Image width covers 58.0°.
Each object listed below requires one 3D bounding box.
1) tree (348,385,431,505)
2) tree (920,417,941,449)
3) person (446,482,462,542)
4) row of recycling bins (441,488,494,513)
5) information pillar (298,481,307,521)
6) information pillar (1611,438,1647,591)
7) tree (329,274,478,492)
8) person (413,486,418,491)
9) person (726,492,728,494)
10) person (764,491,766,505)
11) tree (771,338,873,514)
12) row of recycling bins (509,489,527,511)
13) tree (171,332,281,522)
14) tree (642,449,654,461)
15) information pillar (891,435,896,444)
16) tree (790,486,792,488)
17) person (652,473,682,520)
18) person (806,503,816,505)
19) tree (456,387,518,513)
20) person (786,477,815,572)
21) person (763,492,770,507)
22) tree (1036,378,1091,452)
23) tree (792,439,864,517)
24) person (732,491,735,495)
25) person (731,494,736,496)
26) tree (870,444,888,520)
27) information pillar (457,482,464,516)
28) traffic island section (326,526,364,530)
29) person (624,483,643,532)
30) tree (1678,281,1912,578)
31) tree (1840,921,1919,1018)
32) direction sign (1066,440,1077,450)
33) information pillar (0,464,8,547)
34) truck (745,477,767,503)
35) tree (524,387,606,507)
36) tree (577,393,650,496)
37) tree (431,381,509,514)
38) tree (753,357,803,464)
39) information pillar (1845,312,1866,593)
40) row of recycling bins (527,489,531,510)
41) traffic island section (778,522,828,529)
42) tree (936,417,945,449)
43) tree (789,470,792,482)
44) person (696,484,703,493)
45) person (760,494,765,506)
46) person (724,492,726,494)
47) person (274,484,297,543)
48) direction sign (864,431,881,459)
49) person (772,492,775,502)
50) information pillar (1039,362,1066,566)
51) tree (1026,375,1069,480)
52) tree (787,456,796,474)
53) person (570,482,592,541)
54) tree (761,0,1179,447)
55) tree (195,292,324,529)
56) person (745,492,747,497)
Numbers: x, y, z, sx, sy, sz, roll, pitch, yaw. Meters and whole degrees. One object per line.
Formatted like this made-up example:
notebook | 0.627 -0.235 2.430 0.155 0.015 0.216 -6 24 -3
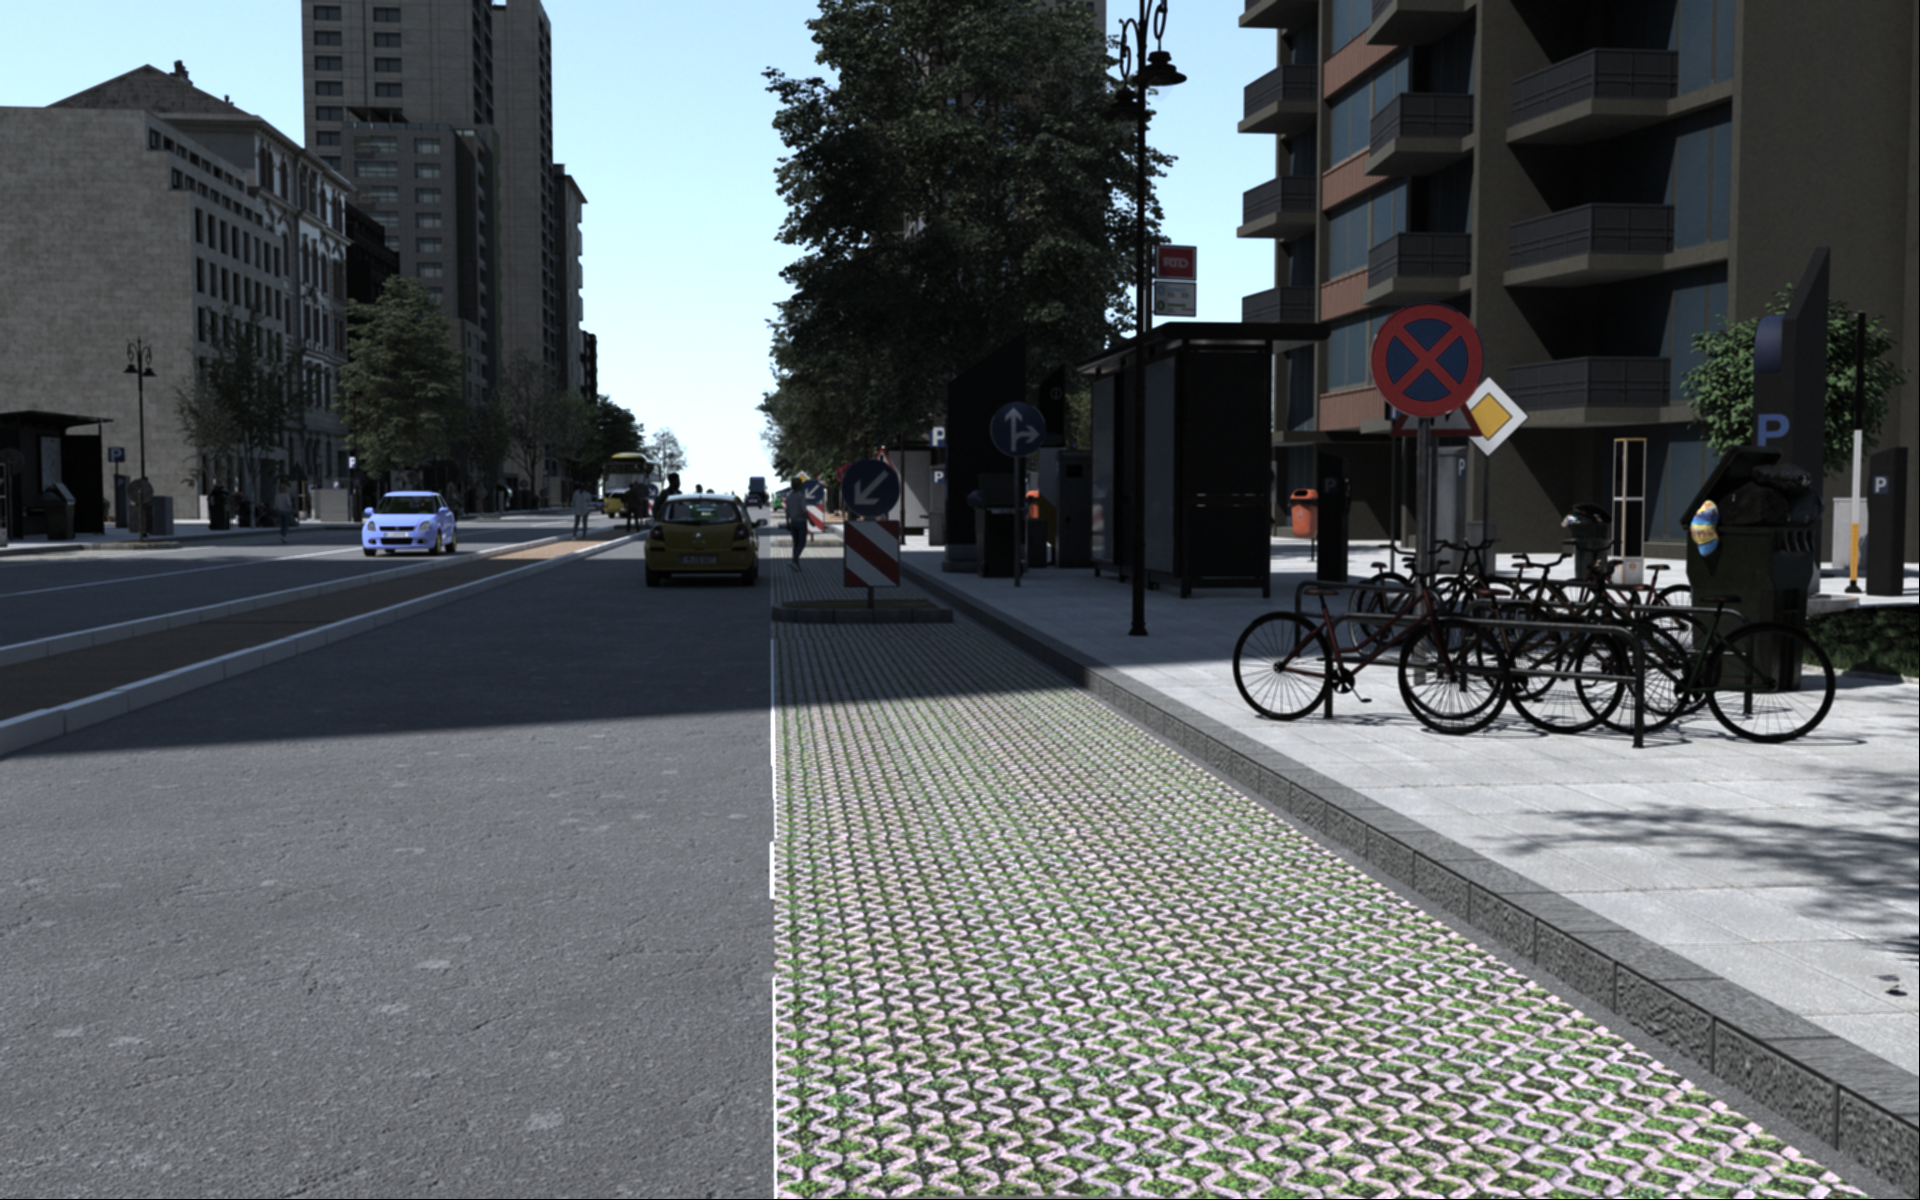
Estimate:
tree | -38.543 -10.160 116.485 4.360 8.622 3.978 0 3 0
tree | -3.393 -10.552 122.881 4.360 8.622 3.978 0 3 0
person | -15.208 -2.656 52.114 0.537 1.800 0.526 -3 5 -45
row of recycling bins | -32.884 -6.639 115.658 3.534 1.692 1.069 -3 4 -38
information pillar | -31.858 -4.854 83.861 0.304 2.012 0.304 0 4 5
information pillar | 8.851 -1.127 22.925 0.304 2.012 0.304 0 4 -6
tree | -28.727 -10.496 89.738 7.486 12.596 7.792 0 3 0
person | -20.633 -3.455 65.566 0.480 1.755 0.524 -1 4 -23
person | -41.383 -18.321 308.834 0.721 1.735 1.217 1 4 14
person | -25.328 -13.239 224.984 1.348 1.821 0.705 -1 4 -21
tree | -8.485 -11.903 112.737 7.486 12.596 7.792 0 3 0
row of recycling bins | -35.879 -7.853 135.512 3.534 1.692 1.069 1 4 20
tree | -32.863 -7.803 77.934 4.360 8.622 3.978 0 3 0
tree | -49.980 -19.827 274.540 4.737 8.622 4.395 0 3 0
information pillar | -2.461 -4.483 64.653 0.183 3.616 0.504 1 4 16
tree | -29.583 -19.046 306.004 1.663 3.219 1.824 0 3 0
person | -5.284 -1.445 32.103 0.794 1.824 0.713 -3 4 -37
person | -5.629 -3.375 64.037 0.716 1.782 0.532 -3 5 -42
tree | -32.100 -10.305 118.843 4.737 8.622 4.395 0 3 0
person | -2.991 -1.394 31.969 0.731 1.740 0.598 2 4 25
person | -21.574 -11.234 192.971 0.445 1.727 0.742 3 5 43
tree | 7.260 -9.497 105.646 4.737 8.622 4.395 0 3 0
tree | -6.589 -7.020 98.499 4.285 4.588 4.351 0 3 0
person | -25.016 -11.137 190.608 0.705 1.821 1.348 -3 4 -36
person | -34.947 -15.731 266.529 1.217 1.723 0.721 -1 4 -18
tree | -2.637 -3.899 58.347 1.663 3.219 1.824 0 3 0
information pillar | -29.683 -6.017 102.869 0.304 2.012 0.304 0 4 -3
traffic island section | -24.131 -2.901 69.712 2.009 0.180 2.903 0 4 -6
person | -12.311 -3.477 65.258 0.656 1.842 0.836 -3 5 -39
tree | 12.932 -2.641 26.899 4.285 4.588 4.351 0 3 0
tree | 2.966 -5.718 3.855 12.009 13.543 11.850 0 3 0
direction sign | 4.509 -4.952 72.968 0.876 3.537 0.379 -1 4 -14
information pillar | -23.184 -2.275 41.688 0.304 2.012 0.304 0 4 1
truck | -30.868 -16.638 261.793 2.967 4.110 18.799 0 4 -4
tree | -38.372 -14.877 168.994 9.928 11.665 9.643 0 3 0
tree | -39.848 -16.924 194.829 7.486 12.596 7.792 0 3 0
tree | -31.100 -9.896 112.164 4.360 8.622 3.978 0 3 0
tree | -23.950 -23.510 240.275 12.611 20.169 13.585 0 3 0
information pillar | 11.673 -1.907 22.532 0.183 3.616 0.504 2 4 26
row of recycling bins | -35.831 -8.059 138.870 1.069 1.692 3.534 2 4 29
traffic island section | -6.494 -3.018 71.629 2.009 0.180 2.903 0 4 -6
tree | -0.960 -11.968 146.039 4.737 8.622 4.395 0 3 0
tree | -10.211 -9.134 133.059 4.285 4.588 4.351 0 3 0
person | -9.698 -3.409 64.425 0.728 1.800 0.709 1 4 16
person | -24.464 -12.399 214.479 1.065 1.426 0.557 3 5 45
person | -39.455 -17.210 290.593 1.217 1.736 0.721 1 4 10
person | -19.785 -2.542 50.732 0.731 1.740 0.598 0 4 0
direction sign | -3.105 -4.304 62.367 0.876 3.537 0.379 -3 5 -44
person | -33.159 -18.244 307.500 0.721 1.736 1.217 1 4 19
information pillar | 1.656 -2.417 30.879 0.504 3.616 0.183 1 4 22
tree | 3.186 -8.582 90.672 4.360 8.622 3.978 0 3 0
tree | -19.758 -16.394 218.409 4.737 8.622 4.395 0 3 0
person | -11.511 -2.680 52.576 0.793 1.790 0.793 -3 4 -36
tree | 0.282 -7.956 36.737 9.857 13.997 8.962 0 3 0
tree | -25.910 -6.929 63.659 4.737 8.622 4.395 0 3 0
person | -35.948 -17.216 290.899 0.530 1.710 0.541 0 4 -3
